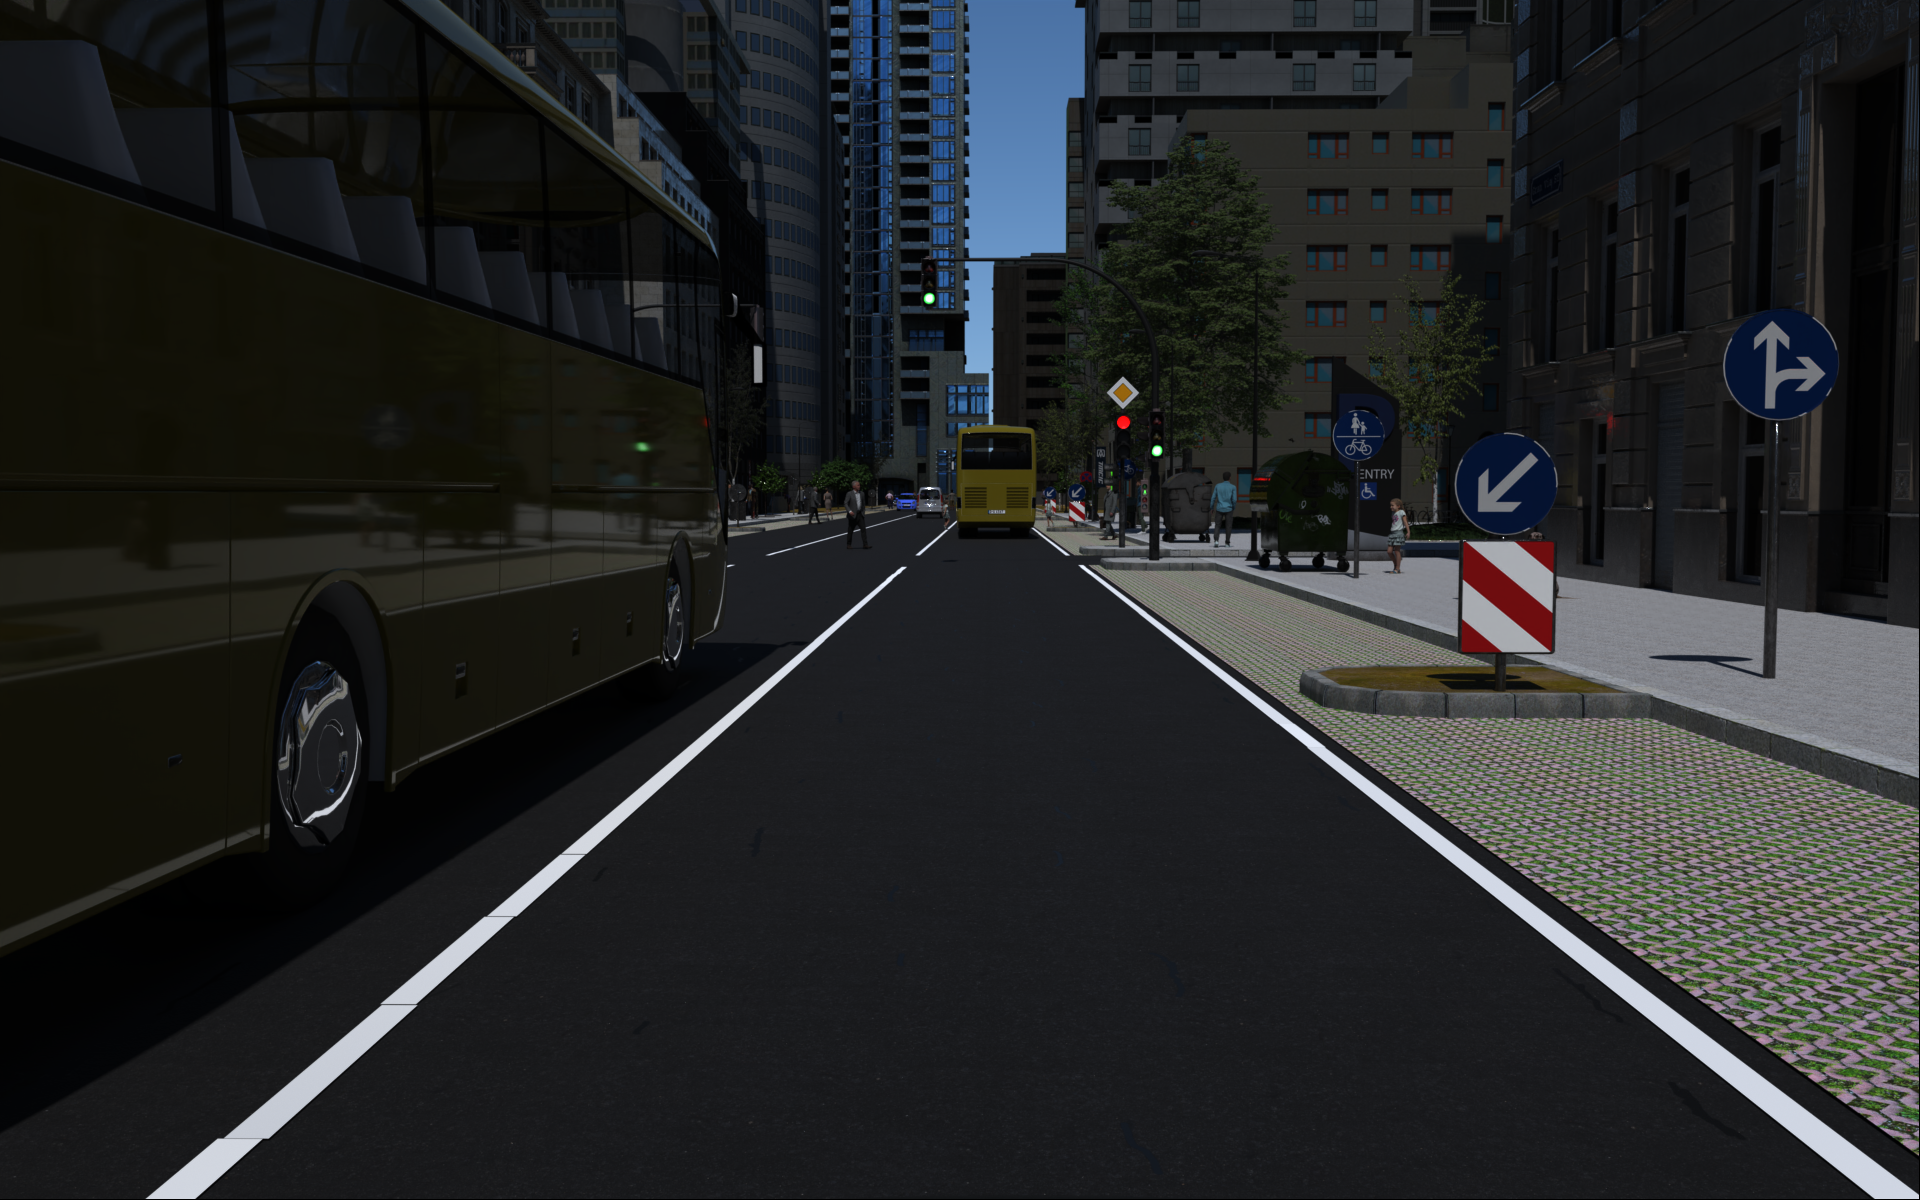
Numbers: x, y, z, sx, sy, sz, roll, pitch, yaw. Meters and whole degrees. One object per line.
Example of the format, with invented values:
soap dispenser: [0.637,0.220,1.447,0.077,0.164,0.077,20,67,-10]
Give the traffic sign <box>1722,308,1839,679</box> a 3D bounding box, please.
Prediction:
traffic sign: [5.640,-0.727,11.993,0.768,2.556,0.104,0,4,5]

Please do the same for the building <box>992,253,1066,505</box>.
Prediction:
building: [10.908,-26.828,210.332,14.107,30.474,14.160,0,4,1]

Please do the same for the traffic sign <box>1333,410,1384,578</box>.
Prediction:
traffic sign: [6.032,-1.601,26.286,0.768,2.556,0.104,0,4,7]

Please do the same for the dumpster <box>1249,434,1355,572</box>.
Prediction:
dumpster: [5.755,-1.627,29.097,1.502,2.255,1.985,0,4,1]

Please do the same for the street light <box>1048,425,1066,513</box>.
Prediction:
street light: [6.609,-8.805,116.502,1.470,5.913,1.316,0,4,1]

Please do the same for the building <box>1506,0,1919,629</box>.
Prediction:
building: [14.787,-13.439,16.994,12.463,27.353,25.104,0,4,1]

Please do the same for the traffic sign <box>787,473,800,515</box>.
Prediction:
traffic sign: [-10.122,-6.437,105.359,0.768,2.556,0.104,0,4,7]

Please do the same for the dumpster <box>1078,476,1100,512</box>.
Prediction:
dumpster: [6.886,-5.623,94.426,1.502,2.255,1.985,0,4,1]

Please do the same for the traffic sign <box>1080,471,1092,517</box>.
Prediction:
traffic sign: [7.036,-5.888,96.369,0.768,2.556,0.104,0,4,1]

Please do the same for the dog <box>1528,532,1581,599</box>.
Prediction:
dog: [7.233,-0.415,21.162,0.800,0.831,0.513,0,4,-6]

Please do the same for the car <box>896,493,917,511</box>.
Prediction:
car: [-4.467,-8.372,146.466,1.945,1.707,3.694,0,3,0]

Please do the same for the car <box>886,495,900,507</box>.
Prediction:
car: [-6.785,-10.427,183.066,1.945,1.354,3.894,0,4,0]

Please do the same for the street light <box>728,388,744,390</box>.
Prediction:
street light: [-10.125,-6.305,75.626,1.470,5.913,1.316,0,4,1]

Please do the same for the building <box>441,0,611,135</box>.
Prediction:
building: [-21.726,-14.845,61.799,14.460,24.649,34.723,0,4,1]

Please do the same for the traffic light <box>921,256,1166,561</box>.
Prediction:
traffic light: [1.638,-3.586,33.299,4.771,5.953,1.251,0,4,1]

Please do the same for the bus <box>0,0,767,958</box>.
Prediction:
bus: [-3.295,-1.054,8.787,2.896,3.916,12.252,0,4,2]

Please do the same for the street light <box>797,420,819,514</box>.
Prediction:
street light: [-9.586,-8.362,109.265,1.470,5.913,1.316,0,4,1]

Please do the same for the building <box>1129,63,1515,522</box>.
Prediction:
building: [24.257,-15.128,92.379,27.650,21.520,28.899,0,4,1]

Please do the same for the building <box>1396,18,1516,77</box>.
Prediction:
building: [53.047,-33.844,177.046,21.600,48.544,21.300,0,4,1]

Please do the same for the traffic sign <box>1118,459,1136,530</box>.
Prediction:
traffic sign: [5.993,-3.823,62.609,0.768,2.556,0.104,1,4,11]

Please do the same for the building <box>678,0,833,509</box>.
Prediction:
building: [-23.187,-37.451,154.328,21.231,58.520,28.212,0,4,1]

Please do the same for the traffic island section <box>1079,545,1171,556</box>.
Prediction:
traffic island section: [3.902,-1.176,41.504,2.009,0.180,2.903,0,4,1]

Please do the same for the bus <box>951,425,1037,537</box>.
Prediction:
bus: [1.125,-4.224,60.602,2.896,3.916,12.252,0,4,0]

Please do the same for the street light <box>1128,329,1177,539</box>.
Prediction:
street light: [5.445,-4.675,48.985,1.470,5.913,1.316,0,4,1]

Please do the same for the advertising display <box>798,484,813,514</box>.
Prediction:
advertising display: [-9.966,-6.507,111.598,0.974,1.923,0.123,-1,4,-9]

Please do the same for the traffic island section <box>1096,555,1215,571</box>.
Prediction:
traffic island section: [3.771,-0.687,33.520,2.009,0.180,2.903,0,4,1]

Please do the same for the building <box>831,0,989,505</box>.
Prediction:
building: [-11.945,-55.000,211.919,31.000,86.520,22.319,0,4,1]

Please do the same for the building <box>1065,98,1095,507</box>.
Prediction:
building: [18.055,-30.485,182.024,14.154,41.232,14.086,0,4,1]

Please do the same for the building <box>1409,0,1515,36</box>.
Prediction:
building: [56.525,-47.295,211.519,20.611,71.187,20.563,0,4,1]

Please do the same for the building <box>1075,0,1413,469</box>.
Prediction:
building: [25.577,-34.913,160.073,28.713,52.752,27.495,0,4,1]

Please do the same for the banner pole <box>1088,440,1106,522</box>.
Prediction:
banner pole: [6.358,-5.511,80.116,0.863,3.779,0.401,0,4,-8]

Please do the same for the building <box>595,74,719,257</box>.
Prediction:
building: [-18.629,-14.243,87.628,10.420,20.320,16.860,0,4,1]

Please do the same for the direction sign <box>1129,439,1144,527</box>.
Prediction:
direction sign: [6.641,-4.566,66.658,0.876,3.537,0.379,1,4,22]

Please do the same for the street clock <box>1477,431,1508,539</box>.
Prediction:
street clock: [6.116,-0.933,19.822,0.358,2.002,0.471,-1,4,-20]

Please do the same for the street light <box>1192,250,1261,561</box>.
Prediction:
street light: [5.112,-3.707,33.152,1.470,5.913,1.316,0,4,1]

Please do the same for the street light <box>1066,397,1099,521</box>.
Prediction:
street light: [5.964,-6.746,82.832,1.470,5.913,1.316,0,4,1]

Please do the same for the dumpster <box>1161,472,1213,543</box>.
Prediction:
dumpster: [6.051,-2.465,46.059,1.264,1.857,1.865,0,4,1]

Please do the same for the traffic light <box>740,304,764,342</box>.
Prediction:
traffic light: [-7.104,-4.093,41.589,4.771,5.953,1.251,0,4,1]

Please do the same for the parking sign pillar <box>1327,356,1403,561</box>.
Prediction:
parking sign pillar: [7.901,-2.767,33.711,1.447,3.967,1.447,0,4,2]

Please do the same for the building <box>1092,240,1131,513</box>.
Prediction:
building: [24.791,-17.565,132.234,27.650,21.520,28.899,0,4,1]

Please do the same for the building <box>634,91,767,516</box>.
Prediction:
building: [-18.785,-16.769,103.855,12.332,23.373,15.834,0,4,1]

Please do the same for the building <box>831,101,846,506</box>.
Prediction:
building: [-19.350,-30.531,182.779,14.086,41.232,14.154,0,4,1]

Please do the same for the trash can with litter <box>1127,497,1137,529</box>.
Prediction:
trash can with litter: [6.331,-3.252,64.562,0.624,1.170,1.055,1,4,20]

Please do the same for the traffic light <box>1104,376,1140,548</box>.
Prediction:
traffic light: [3.862,-3.209,41.391,0.839,4.253,0.868,0,4,1]

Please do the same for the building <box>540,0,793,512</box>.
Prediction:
building: [-29.385,-26.731,128.930,32.217,40.220,23.993,0,4,1]
